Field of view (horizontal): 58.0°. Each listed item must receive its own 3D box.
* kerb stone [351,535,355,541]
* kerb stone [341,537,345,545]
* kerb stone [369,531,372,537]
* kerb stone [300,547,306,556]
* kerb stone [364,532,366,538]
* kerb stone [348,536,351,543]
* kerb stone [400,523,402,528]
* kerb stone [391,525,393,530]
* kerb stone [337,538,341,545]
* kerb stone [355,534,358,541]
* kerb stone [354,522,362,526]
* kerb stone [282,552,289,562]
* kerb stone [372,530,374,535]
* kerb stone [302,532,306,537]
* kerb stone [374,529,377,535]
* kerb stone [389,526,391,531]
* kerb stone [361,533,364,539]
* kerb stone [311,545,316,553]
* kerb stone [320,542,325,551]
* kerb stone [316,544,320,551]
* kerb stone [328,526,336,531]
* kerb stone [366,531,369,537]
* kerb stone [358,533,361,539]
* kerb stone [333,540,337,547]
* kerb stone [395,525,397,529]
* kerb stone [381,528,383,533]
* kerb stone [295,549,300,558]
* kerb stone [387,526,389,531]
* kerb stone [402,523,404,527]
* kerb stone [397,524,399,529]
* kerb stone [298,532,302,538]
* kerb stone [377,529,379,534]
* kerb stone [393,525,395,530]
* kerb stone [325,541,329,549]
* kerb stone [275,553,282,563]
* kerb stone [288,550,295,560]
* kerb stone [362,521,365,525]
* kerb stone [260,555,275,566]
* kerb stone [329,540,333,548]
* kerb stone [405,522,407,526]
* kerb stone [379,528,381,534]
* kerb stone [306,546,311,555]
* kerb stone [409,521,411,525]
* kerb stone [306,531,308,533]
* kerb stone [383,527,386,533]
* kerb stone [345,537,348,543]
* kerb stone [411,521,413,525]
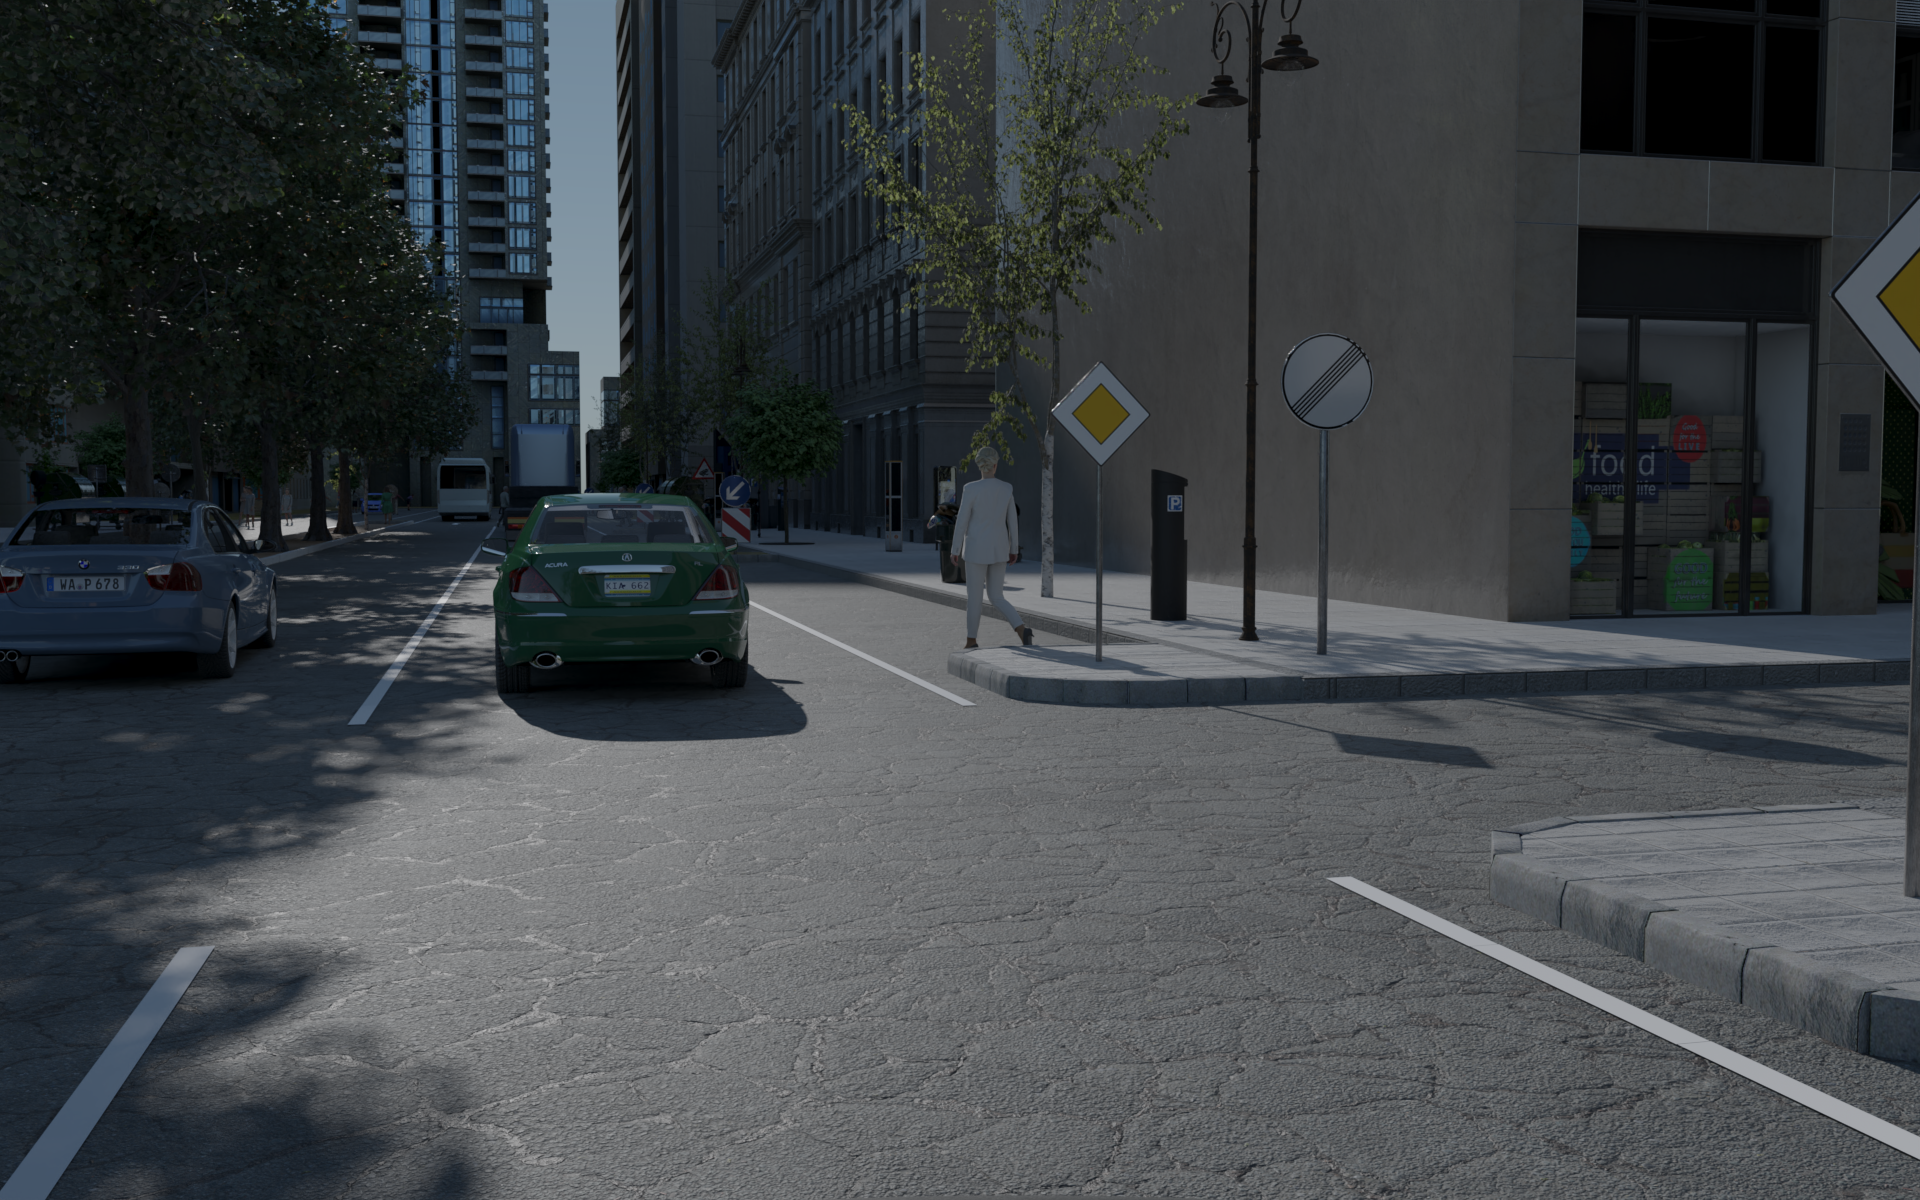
[{"bbox_3d":[-18.277,-1.809,51.773,0.120,0.150,1.000,-1,4,-14],"label":"kerb stone"},{"bbox_3d":[-17.513,-1.625,48.802,0.120,0.150,1.000,-1,4,-14],"label":"kerb stone"},{"bbox_3d":[-19.806,-2.174,57.743,0.120,0.150,1.000,-1,4,-14],"label":"kerb stone"},{"bbox_3d":[-15.238,-1.080,39.857,0.120,0.150,1.000,-1,4,-14],"label":"kerb stone"},{"bbox_3d":[-19.294,-2.052,55.739,0.120,0.150,1.000,-1,4,-14],"label":"kerb stone"},{"bbox_3d":[-18.031,-1.748,50.781,0.120,0.150,1.000,-1,4,-14],"label":"kerb stone"},{"bbox_3d":[-23.604,-3.081,72.643,0.120,0.150,1.000,-1,4,-14],"label":"kerb stone"},{"bbox_3d":[-22.332,-2.781,67.663,0.120,0.150,1.000,-1,4,-14],"label":"kerb stone"},{"bbox_3d":[-17.273,-1.567,47.808,0.120,0.150,1.000,-1,4,-14],"label":"kerb stone"},{"bbox_3d":[-18.532,-1.870,52.764,0.120,0.150,1.000,-1,4,-14],"label":"kerb stone"},{"bbox_3d":[-27.179,-3.420,78.126,0.120,0.150,1.000,-1,4,-14],"label":"kerb stone"},{"bbox_3d":[-14.474,-0.898,36.872,0.120,0.150,1.000,-1,4,-14],"label":"kerb stone"},{"bbox_3d":[-20.054,-2.235,58.736,0.120,0.150,1.000,-1,4,-14],"label":"kerb stone"},{"bbox_3d":[-21.852,-2.145,57.274,0.120,0.150,1.000,-1,4,-14],"label":"kerb stone"},{"bbox_3d":[-20.309,-2.296,59.734,0.120,0.150,1.000,-1,4,-14],"label":"kerb stone"},{"bbox_3d":[-22.084,-2.720,66.671,0.120,0.150,1.000,-1,4,-14],"label":"kerb stone"},{"bbox_3d":[-19.036,-1.991,54.750,0.120,0.150,1.000,-1,4,-14],"label":"kerb stone"},{"bbox_3d":[-15.744,-1.202,41.845,0.120,0.150,1.000,-1,4,-14],"label":"kerb stone"},{"bbox_3d":[-16.248,-1.322,43.836,0.120,0.150,1.000,-1,4,-14],"label":"kerb stone"},{"bbox_3d":[-16.002,-1.261,42.835,0.120,0.150,1.000,-1,4,-14],"label":"kerb stone"},{"bbox_3d":[-24.383,-2.753,67.199,0.120,0.150,1.000,-1,4,-14],"label":"kerb stone"},{"bbox_3d":[-19.551,-2.112,56.742,0.120,0.150,1.000,-1,4,-14],"label":"kerb stone"},{"bbox_3d":[-18.787,-1.930,53.758,0.120,0.150,1.000,-1,4,-14],"label":"kerb stone"},{"bbox_3d":[-17.018,-1.505,46.807,0.120,0.150,1.000,-1,4,-14],"label":"kerb stone"},{"bbox_3d":[-22.847,-2.894,69.661,0.120,0.150,1.000,-1,4,-14],"label":"kerb stone"},{"bbox_3d":[-21.074,-2.478,62.707,0.120,0.150,1.000,-1,4,-14],"label":"kerb stone"},{"bbox_3d":[-14.987,-1.019,38.861,0.120,0.150,1.000,-1,4,-14],"label":"kerb stone"},{"bbox_3d":[-21.832,-2.659,65.679,0.120,0.150,1.000,-1,4,-14],"label":"kerb stone"},{"bbox_3d":[-23.856,-3.146,73.634,0.120,0.150,1.000,-1,4,-14],"label":"kerb stone"},{"bbox_3d":[-23.103,-2.963,70.660,0.120,0.150,1.000,-1,4,-14],"label":"kerb stone"},{"bbox_3d":[-21.595,-2.078,56.277,0.120,0.150,1.000,-1,4,-14],"label":"kerb stone"},{"bbox_3d":[-20.565,-2.357,60.726,0.120,0.150,1.000,-1,4,-14],"label":"kerb stone"},{"bbox_3d":[-22.595,-2.842,68.658,0.120,0.150,1.000,-1,4,-14],"label":"kerb stone"},{"bbox_3d":[-16.512,-1.381,44.824,0.120,0.150,1.000,-1,4,-14],"label":"kerb stone"},{"bbox_3d":[-14.227,-0.830,35.879,0.120,0.150,1.000,-1,4,-14],"label":"kerb stone"},{"bbox_3d":[-14.727,-0.958,37.866,0.120,0.150,1.000,-1,4,-14],"label":"kerb stone"},{"bbox_3d":[-27.425,-3.482,79.122,0.120,0.150,1.000,-1,4,-14],"label":"kerb stone"},{"bbox_3d":[-13.975,-0.772,34.882,0.120,0.150,1.000,-1,4,-14],"label":"kerb stone"},{"bbox_3d":[-16.767,-1.444,45.814,0.120,0.150,1.000,-1,4,-14],"label":"kerb stone"},{"bbox_3d":[-24.371,-3.265,75.628,0.120,0.150,1.000,-1,4,-14],"label":"kerb stone"},{"bbox_3d":[-20.818,-2.417,61.717,0.120,0.150,1.000,-1,4,-14],"label":"kerb stone"},{"bbox_3d":[-15.500,-1.141,40.845,0.120,0.150,1.000,-1,4,-14],"label":"kerb stone"},{"bbox_3d":[-25.130,-3.451,78.615,0.120,0.150,1.000,-1,4,-14],"label":"kerb stone"},{"bbox_3d":[-22.104,-2.206,58.265,0.120,0.150,1.000,-1,4,-14],"label":"kerb stone"},{"bbox_3d":[-21.322,-2.535,63.699,0.120,0.150,1.000,-1,4,-14],"label":"kerb stone"},{"bbox_3d":[-17.773,-1.688,49.791,0.120,0.150,1.000,-1,4,-14],"label":"kerb stone"},{"bbox_3d":[-25.377,-3.511,79.618,0.120,0.150,1.000,-1,4,-14],"label":"kerb stone"}]
